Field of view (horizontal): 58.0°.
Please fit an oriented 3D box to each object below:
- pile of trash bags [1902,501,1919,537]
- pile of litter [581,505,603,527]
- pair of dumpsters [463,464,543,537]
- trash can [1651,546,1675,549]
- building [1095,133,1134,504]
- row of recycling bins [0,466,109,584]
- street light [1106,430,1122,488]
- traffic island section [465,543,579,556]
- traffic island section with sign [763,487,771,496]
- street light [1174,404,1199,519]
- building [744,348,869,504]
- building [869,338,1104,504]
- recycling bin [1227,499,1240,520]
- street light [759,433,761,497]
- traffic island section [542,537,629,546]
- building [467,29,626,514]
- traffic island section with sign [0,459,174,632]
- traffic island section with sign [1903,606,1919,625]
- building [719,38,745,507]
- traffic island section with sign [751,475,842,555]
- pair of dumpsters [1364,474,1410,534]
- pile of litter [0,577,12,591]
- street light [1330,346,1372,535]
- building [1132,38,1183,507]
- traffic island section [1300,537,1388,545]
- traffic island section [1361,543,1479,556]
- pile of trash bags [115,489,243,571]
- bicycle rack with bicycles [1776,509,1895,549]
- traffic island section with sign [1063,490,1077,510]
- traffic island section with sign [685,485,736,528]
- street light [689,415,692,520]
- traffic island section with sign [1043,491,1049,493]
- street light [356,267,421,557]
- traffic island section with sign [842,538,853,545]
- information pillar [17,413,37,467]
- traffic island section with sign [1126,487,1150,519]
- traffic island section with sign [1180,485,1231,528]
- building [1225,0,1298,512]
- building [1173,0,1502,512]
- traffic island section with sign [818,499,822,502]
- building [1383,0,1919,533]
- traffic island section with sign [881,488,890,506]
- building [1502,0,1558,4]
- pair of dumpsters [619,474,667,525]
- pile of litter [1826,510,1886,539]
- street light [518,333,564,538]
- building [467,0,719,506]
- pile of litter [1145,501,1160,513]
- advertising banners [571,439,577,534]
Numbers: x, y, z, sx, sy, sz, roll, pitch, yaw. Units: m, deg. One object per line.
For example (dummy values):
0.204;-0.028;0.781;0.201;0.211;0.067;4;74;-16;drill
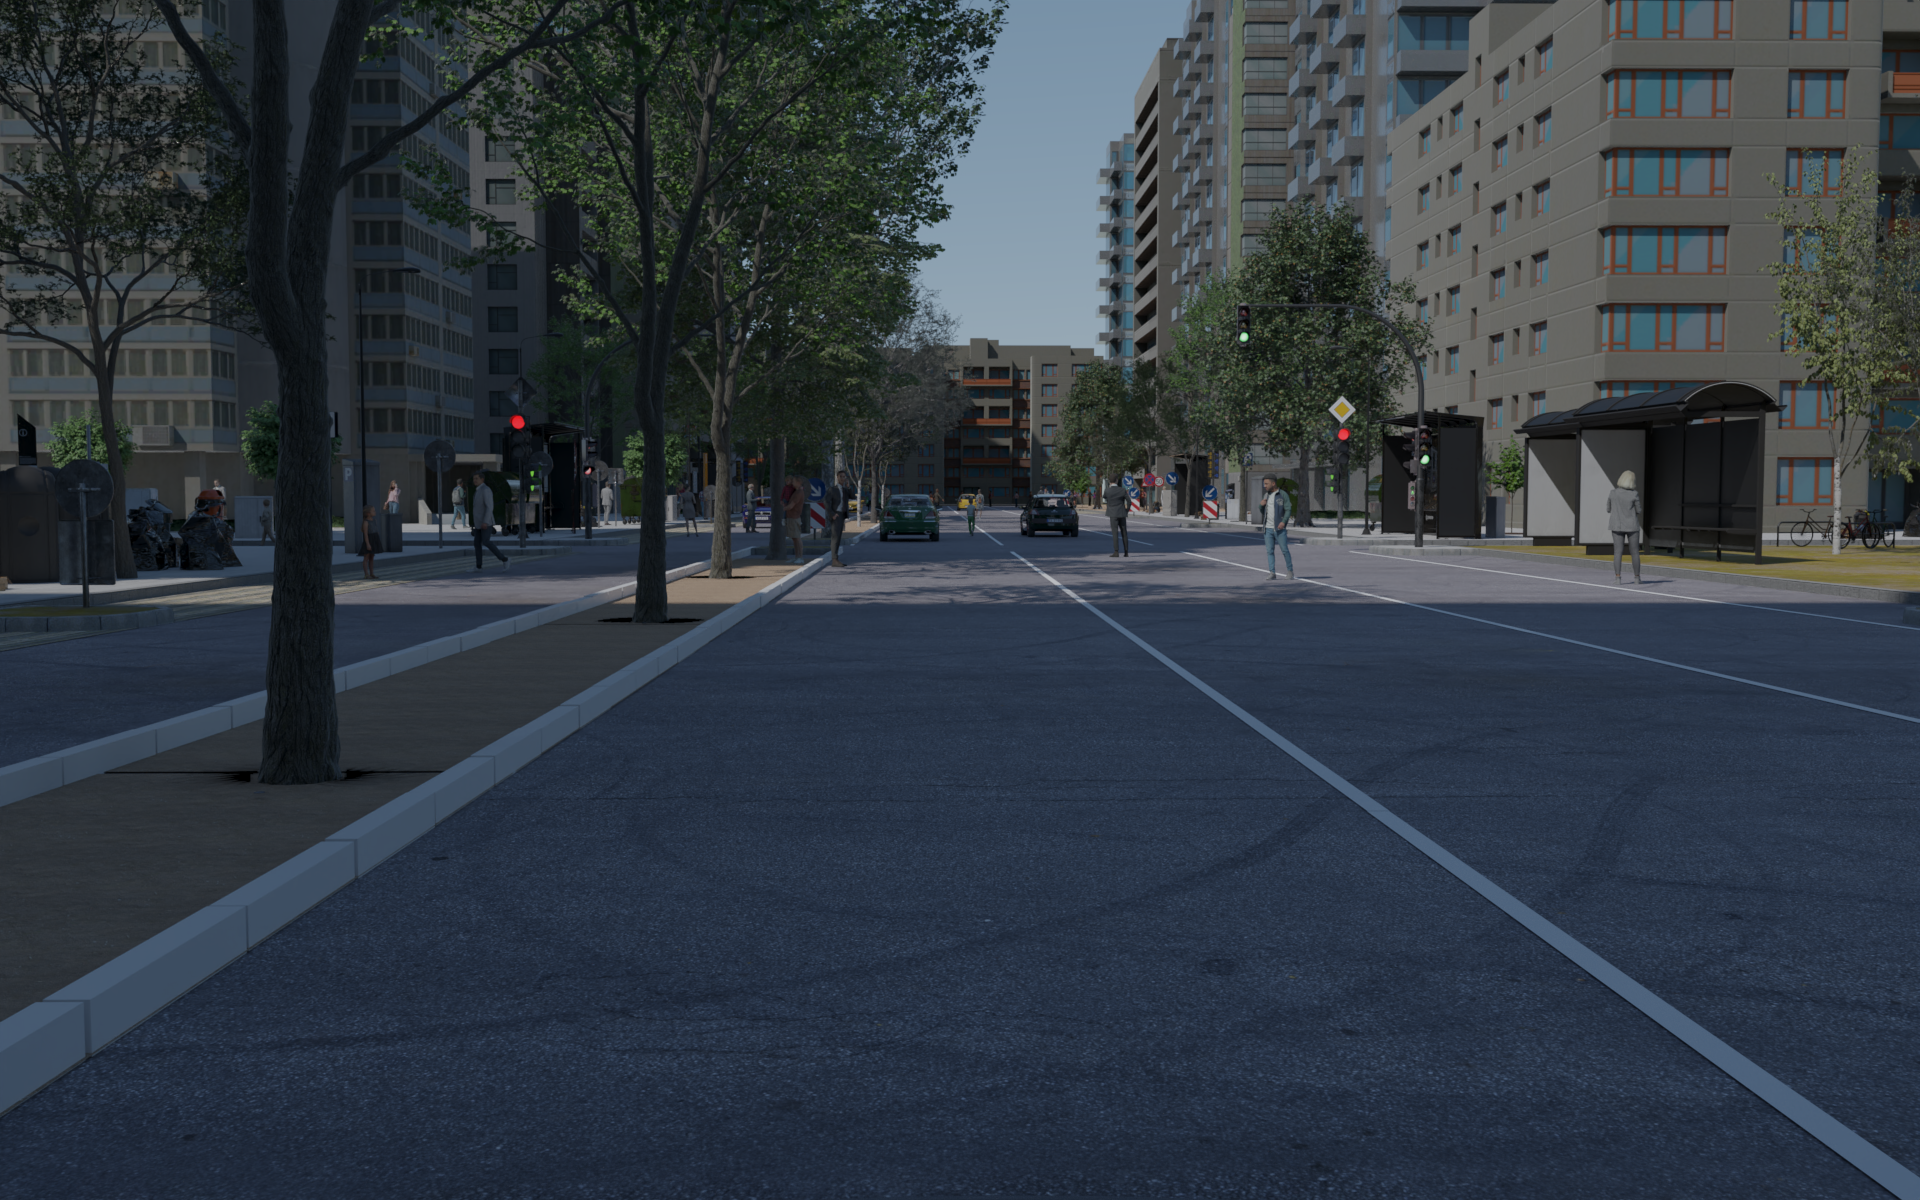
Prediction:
30.013;-2.545;51.368;3.447;1.369;1.912;0;4;-6;pile of trash bags
-14.751;-3.255;67.179;1.719;0.858;1.176;-1;4;-9;pile of litter
-14.275;-3.161;54.169;1.574;2.255;4.437;0;4;-1;pair of dumpsters
16.407;-1.751;40.286;0.748;1.137;0.748;0;3;0;trash can
33.077;-37.213;228.038;30.456;49.044;23.786;0;4;-1;building
-13.800;-1.184;26.477;1.069;1.692;3.534;-1;4;-12;row of recycling bins
11.126;-9.312;124.789;1.470;5.913;1.316;0;4;-1;street light
-10.468;-1.169;41.395;2.009;0.180;2.903;0;4;-1;traffic island section
-11.186;-5.690;101.666;1.989;1.847;2.006;0;4;-1;traffic island section with sign
11.677;-7.134;89.175;1.470;5.913;1.316;0;4;-1;street light
-25.665;-23.541;229.940;28.899;21.520;27.650;0;4;-1;building
3.238;-23.544;229.986;28.899;21.520;27.650;0;4;-1;building
13.934;-4.570;87.265;0.722;1.027;0.722;3;5;39;recycling bin
-13.236;-8.974;119.266;1.470;5.913;1.316;0;4;-1;street light
-10.605;-1.657;49.379;2.009;0.180;2.903;0;4;-1;traffic island section
-29.713;-20.720;110.471;14.160;30.474;14.107;0;4;-1;building
-9.756;-0.623;18.810;1.989;1.847;2.006;0;4;-1;traffic island section with sign
11.464;-0.619;18.755;1.989;1.847;2.006;0;4;-1;traffic island section with sign
-37.172;-39.048;180.427;28.212;58.520;21.231;0;4;-1;building
-3.958;-2.055;41.740;2.006;1.907;1.989;0;4;-1;traffic island section with sign
14.762;-3.369;57.579;1.574;2.255;4.437;0;4;-1;pair of dumpsters
-13.322;-0.559;23.101;1.176;0.858;1.719;-2;4;-27;pile of litter
12.278;-5.009;54.438;1.470;5.913;1.316;0;4;-1;street light
30.055;-34.138;181.856;21.300;48.544;21.600;0;4;-1;building
10.933;-1.680;49.742;2.009;0.180;2.903;0;4;-1;traffic island section
11.070;-1.191;41.758;2.009;0.180;2.903;0;4;-1;traffic island section
-13.589;-1.266;30.449;1.912;1.369;3.447;0;4;-8;pile of trash bags
21.199;-1.718;41.478;2.925;0.926;2.852;-1;4;-17;bicycle rack with bicycles
9.194;-8.737;151.482;1.989;1.847;2.006;0;4;-1;traffic island section with sign
-10.708;-4.033;74.571;1.989;1.847;2.006;0;4;-1;traffic island section with sign
-12.644;-6.842;84.402;1.470;5.913;1.316;0;4;-1;street light
8.722;-10.415;178.908;1.989;1.847;2.006;0;4;-1;traffic island section with sign
-11.726;-3.854;35.561;1.470;5.913;1.316;0;4;-1;street light
-4.076;-2.508;49.146;2.006;1.907;1.989;0;4;-1;traffic island section with sign
-27.072;-3.605;50.291;0.504;3.616;0.183;-2;4;-30;information pillar
10.039;-5.697;101.775;1.989;1.847;2.006;0;4;-1;traffic island section with sign
10.507;-4.024;74.420;1.989;1.847;2.006;0;4;-1;traffic island section with sign
27.432;-27.459;132.546;14.154;41.232;14.086;0;4;-1;building
31.215;-32.760;155.237;23.786;49.044;30.456;0;4;-1;building
-12.024;-8.723;151.254;1.989;1.847;2.006;0;4;-1;traffic island section with sign
35.205;-13.764;70.084;28.899;21.520;27.650;0;4;-1;building
-5.374;-7.103;124.274;2.006;1.907;1.989;0;4;-1;traffic island section with sign
33.342;-29.928;108.933;23.786;49.044;30.456;0;4;-1;building
-13.678;-4.408;74.565;1.574;2.255;4.437;0;4;-1;pair of dumpsters
25.642;-2.179;49.593;1.719;0.858;1.176;1;4;14;pile of litter
-12.097;-4.735;49.956;1.470;5.913;1.316;0;4;-1;street light
-33.536;-32.554;155.958;21.300;48.544;21.600;0;4;-1;building
13.199;-6.411;118.793;1.176;0.858;1.719;2;4;30;pile of litter
-12.486;-3.657;55.984;0.090;3.025;2.074;-1;4;-16;advertising banners
